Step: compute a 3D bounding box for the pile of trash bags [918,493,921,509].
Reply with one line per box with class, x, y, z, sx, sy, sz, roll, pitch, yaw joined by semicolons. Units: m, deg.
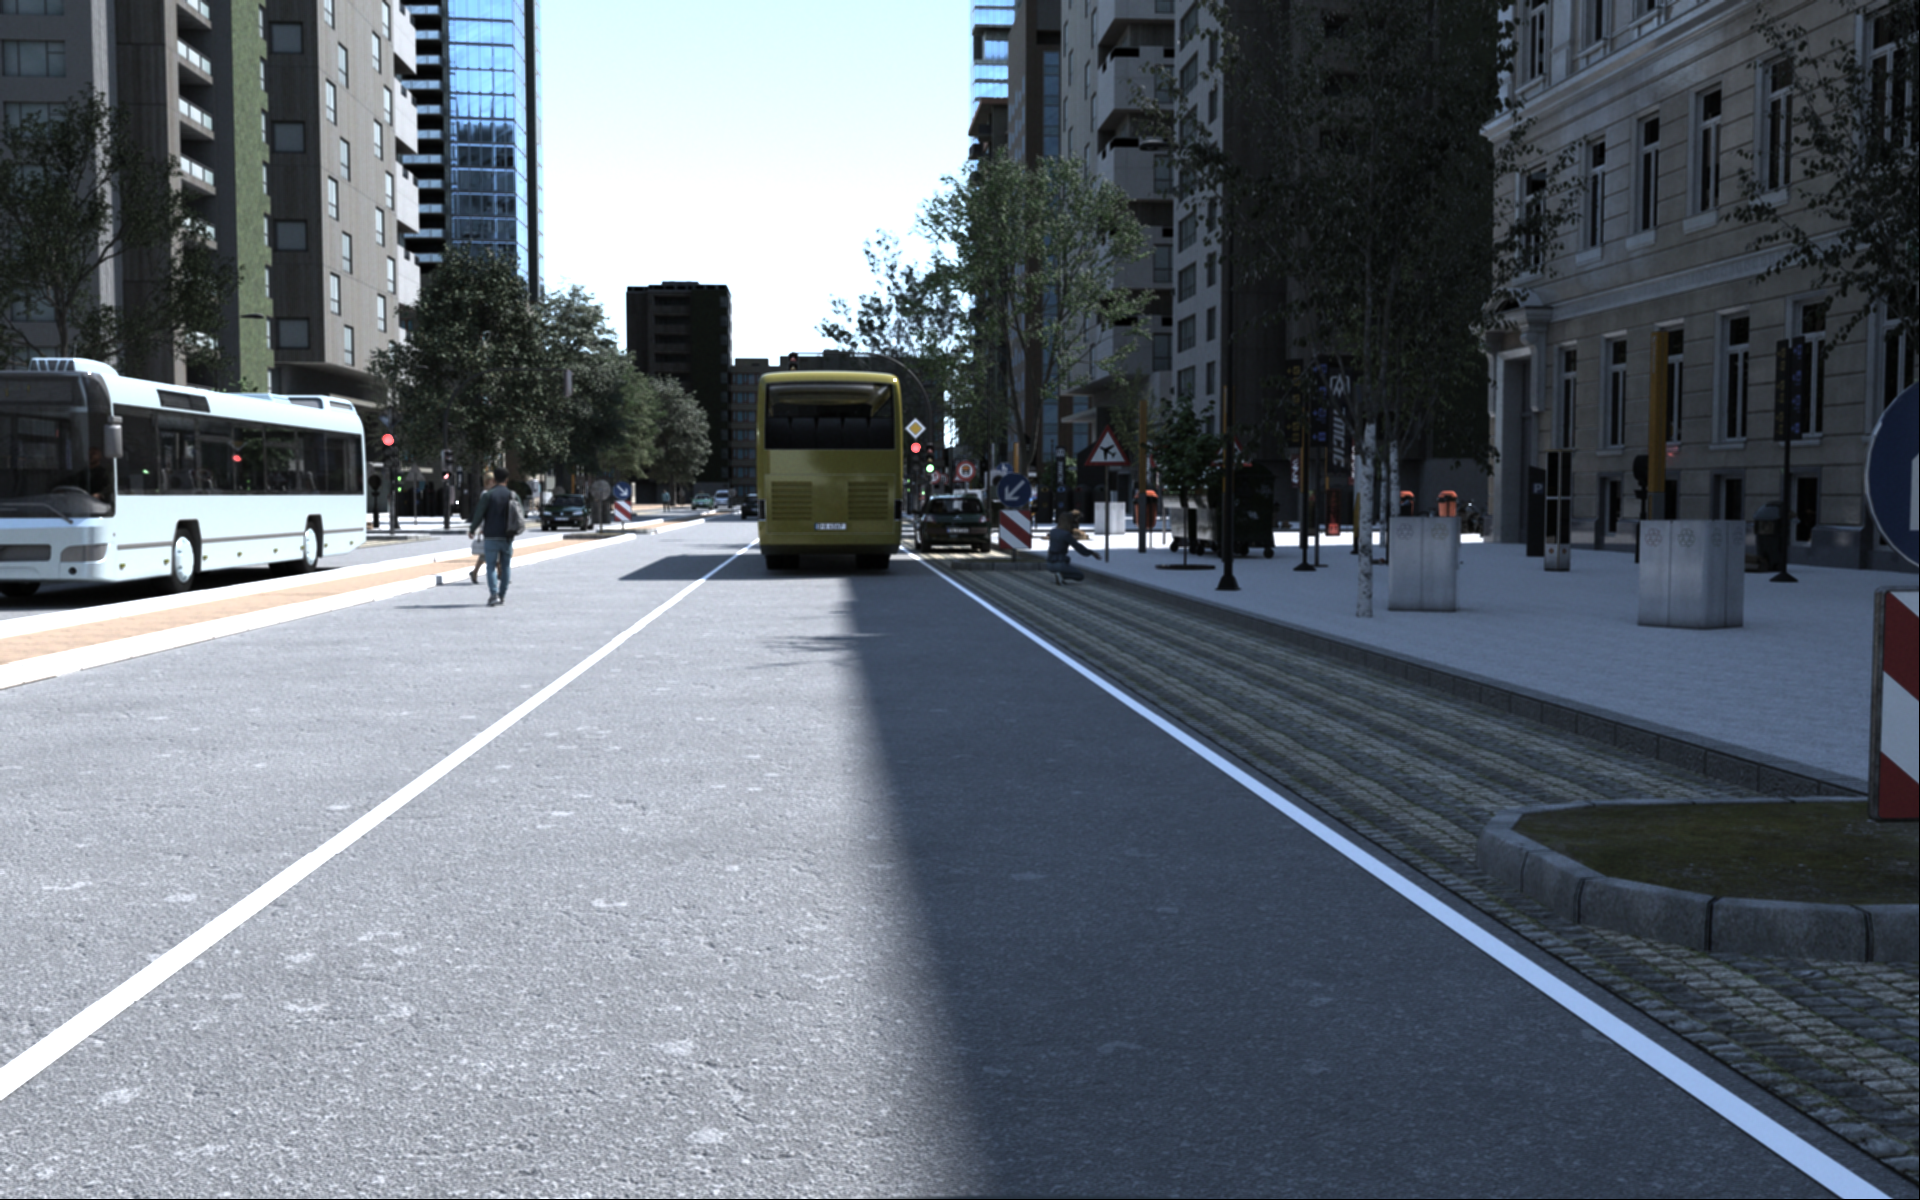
pile of trash bags;-2.949;-7.606;134.116;1.912;1.369;3.447;0;4;-4

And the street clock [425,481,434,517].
street clock;-29.692;-5.670;97.269;0.358;2.002;0.471;-1;4;-23

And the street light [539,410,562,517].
street light;-22.661;-7.547;95.930;1.470;5.913;1.316;0;4;-5

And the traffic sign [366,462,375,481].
traffic sign;-23.203;-4.124;67.531;0.768;2.556;0.104;0;4;2

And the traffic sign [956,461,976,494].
traffic sign;0.225;-4.028;65.957;0.768;2.556;0.104;0;4;-2

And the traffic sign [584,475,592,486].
traffic sign;-25.257;-7.165;117.252;0.768;2.556;0.104;0;4;3

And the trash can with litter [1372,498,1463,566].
trash can with litter;8.418;-1.261;31.682;2.233;1.210;1.678;-2;4;-24

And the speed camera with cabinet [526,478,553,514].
speed camera with cabinet;-27.642;-7.339;114.334;0.660;3.252;2.038;3;4;38

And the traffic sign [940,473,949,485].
traffic sign;-1.037;-6.355;104.004;0.768;2.556;0.104;0;4;3

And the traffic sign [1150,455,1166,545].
traffic sign;5.186;-2.680;43.926;0.768;2.556;0.104;0;4;1

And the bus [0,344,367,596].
bus;-12.387;-1.974;27.130;2.948;3.499;13.247;0;4;-4

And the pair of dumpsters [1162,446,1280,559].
pair of dumpsters;5.450;-2.073;36.393;1.574;2.255;4.437;0;4;-5

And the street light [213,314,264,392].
street light;-18.615;-4.413;44.693;1.470;5.913;1.316;0;4;-5

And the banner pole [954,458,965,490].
banner pole;0.031;-7.117;106.388;0.863;3.779;0.401;0;4;1

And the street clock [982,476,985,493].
street clock;1.097;-4.017;70.249;0.358;2.002;0.471;2;4;34

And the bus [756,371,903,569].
bus;-2.796;-2.716;35.948;2.896;3.916;12.252;0;4;-5

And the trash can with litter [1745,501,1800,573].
trash can with litter;13.291;-1.046;28.482;1.055;1.170;0.624;-3;5;-41

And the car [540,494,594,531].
car;-15.464;-3.578;68.293;2.009;1.686;4.222;0;4;-6

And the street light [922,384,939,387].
street light;-0.902;-6.166;73.357;1.470;5.913;1.316;0;4;-5

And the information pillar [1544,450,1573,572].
information pillar;9.945;-1.486;28.792;0.304;2.012;0.304;-2;4;-30

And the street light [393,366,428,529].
street light;-19.983;-5.528;62.918;1.470;5.913;1.316;0;4;-5

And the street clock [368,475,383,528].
street clock;-21.978;-3.706;65.155;0.471;2.002;0.358;0;4;-3

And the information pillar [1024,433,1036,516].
information pillar;2.670;-4.582;66.275;0.504;3.616;0.183;0;4;-6

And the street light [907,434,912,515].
street light;-3.663;-8.191;106.457;1.470;5.913;1.316;0;4;-5

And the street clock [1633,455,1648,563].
street clock;12.664;-1.683;32.093;0.471;2.002;0.358;-3;5;-44

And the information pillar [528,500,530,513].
information pillar;-29.605;-6.961;118.307;0.304;2.012;0.304;-3;5;-42

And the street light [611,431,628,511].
street light;-25.282;-9.524;128.266;1.470;5.913;1.316;0;4;-5

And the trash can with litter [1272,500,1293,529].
trash can with litter;11.814;-3.246;64.465;1.055;1.170;0.624;-1;4;-16

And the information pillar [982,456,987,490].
information pillar;1.524;-6.950;104.995;0.504;3.616;0.183;3;5;44

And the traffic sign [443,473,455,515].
traffic sign;-25.261;-5.110;85.686;0.606;2.300;0.079;0;4;1

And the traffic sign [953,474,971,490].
traffic sign;0.056;-4.686;76.613;0.884;2.594;0.081;0;4;-3

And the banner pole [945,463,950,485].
banner pole;-0.977;-9.133;139.339;0.401;3.779;0.863;2;4;33

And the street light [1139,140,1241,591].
street light;3.049;-3.084;22.973;1.470;5.913;1.316;0;4;-5

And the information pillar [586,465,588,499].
information pillar;-24.215;-7.401;112.365;0.183;3.616;0.504;-1;4;-9

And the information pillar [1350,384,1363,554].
information pillar;8.452;-2.779;36.792;0.183;3.616;0.504;0;4;3

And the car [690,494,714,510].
car;-23.469;-8.929;157.787;2.131;1.459;4.920;0;4;-5

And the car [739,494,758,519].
car;-11.662;-5.475;99.295;2.009;1.686;4.222;0;4;-6

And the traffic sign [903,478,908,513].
traffic sign;-3.680;-7.017;114.835;0.768;2.556;0.104;0;4;-2

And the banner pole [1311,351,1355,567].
banner pole;6.493;-2.468;30.362;0.863;3.779;0.401;2;4;35

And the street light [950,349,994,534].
street light;0.380;-5.074;55.495;1.470;5.913;1.316;0;4;-5

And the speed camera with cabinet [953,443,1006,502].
speed camera with cabinet;0.758;-4.430;66.763;2.038;3.252;0.660;-2;4;-27

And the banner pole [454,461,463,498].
banner pole;-37.528;-8.530;129.488;0.863;3.779;0.401;-3;4;-38

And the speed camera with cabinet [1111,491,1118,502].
speed camera with cabinet;6.949;-5.691;87.389;2.038;3.252;0.660;2;4;35

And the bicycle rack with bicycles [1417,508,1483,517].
bicycle rack with bicycles;18.893;-3.207;65.816;2.925;0.926;2.852;1;4;19

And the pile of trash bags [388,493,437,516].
pile of trash bags;-32.366;-5.725;103.363;3.447;1.369;1.912;-1;4;-9

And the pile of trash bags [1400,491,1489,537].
pile of trash bags;15.787;-2.852;56.375;3.447;1.369;1.912;-1;4;-12

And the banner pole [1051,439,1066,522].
banner pole;4.450;-5.469;79.430;0.863;3.779;0.401;0;4;-4

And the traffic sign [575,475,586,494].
traffic sign;-25.571;-7.124;116.591;0.768;2.556;0.104;0;4;-3

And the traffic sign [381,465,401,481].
traffic sign;-22.387;-4.164;68.181;0.768;2.556;0.104;0;4;-1

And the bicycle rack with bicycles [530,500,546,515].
bicycle rack with bicycles;-25.029;-5.816;108.469;2.925;0.926;2.852;2;4;31

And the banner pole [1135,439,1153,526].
banner pole;7.449;-4.882;69.841;0.863;3.779;0.401;3;5;43

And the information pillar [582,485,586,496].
information pillar;-27.827;-7.585;128.514;0.304;2.012;0.304;3;5;42

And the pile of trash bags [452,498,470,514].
pile of trash bags;-33.320;-6.375;113.982;1.912;1.369;3.447;-2;4;-35

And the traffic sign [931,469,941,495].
traffic sign;-1.360;-5.384;88.139;0.768;2.556;0.104;0;4;-4

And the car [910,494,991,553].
car;-0.215;-2.061;43.483;2.009;1.686;4.222;0;4;-5

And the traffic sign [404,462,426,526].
traffic sign;-21.941;-4.265;69.741;0.884;2.594;0.081;0;4;2

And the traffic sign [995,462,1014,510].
traffic sign;1.798;-4.262;69.782;0.768;2.556;0.104;0;4;3

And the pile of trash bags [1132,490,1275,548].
pile of trash bags;5.752;-1.954;41.693;3.447;1.369;1.912;-1;4;-20
